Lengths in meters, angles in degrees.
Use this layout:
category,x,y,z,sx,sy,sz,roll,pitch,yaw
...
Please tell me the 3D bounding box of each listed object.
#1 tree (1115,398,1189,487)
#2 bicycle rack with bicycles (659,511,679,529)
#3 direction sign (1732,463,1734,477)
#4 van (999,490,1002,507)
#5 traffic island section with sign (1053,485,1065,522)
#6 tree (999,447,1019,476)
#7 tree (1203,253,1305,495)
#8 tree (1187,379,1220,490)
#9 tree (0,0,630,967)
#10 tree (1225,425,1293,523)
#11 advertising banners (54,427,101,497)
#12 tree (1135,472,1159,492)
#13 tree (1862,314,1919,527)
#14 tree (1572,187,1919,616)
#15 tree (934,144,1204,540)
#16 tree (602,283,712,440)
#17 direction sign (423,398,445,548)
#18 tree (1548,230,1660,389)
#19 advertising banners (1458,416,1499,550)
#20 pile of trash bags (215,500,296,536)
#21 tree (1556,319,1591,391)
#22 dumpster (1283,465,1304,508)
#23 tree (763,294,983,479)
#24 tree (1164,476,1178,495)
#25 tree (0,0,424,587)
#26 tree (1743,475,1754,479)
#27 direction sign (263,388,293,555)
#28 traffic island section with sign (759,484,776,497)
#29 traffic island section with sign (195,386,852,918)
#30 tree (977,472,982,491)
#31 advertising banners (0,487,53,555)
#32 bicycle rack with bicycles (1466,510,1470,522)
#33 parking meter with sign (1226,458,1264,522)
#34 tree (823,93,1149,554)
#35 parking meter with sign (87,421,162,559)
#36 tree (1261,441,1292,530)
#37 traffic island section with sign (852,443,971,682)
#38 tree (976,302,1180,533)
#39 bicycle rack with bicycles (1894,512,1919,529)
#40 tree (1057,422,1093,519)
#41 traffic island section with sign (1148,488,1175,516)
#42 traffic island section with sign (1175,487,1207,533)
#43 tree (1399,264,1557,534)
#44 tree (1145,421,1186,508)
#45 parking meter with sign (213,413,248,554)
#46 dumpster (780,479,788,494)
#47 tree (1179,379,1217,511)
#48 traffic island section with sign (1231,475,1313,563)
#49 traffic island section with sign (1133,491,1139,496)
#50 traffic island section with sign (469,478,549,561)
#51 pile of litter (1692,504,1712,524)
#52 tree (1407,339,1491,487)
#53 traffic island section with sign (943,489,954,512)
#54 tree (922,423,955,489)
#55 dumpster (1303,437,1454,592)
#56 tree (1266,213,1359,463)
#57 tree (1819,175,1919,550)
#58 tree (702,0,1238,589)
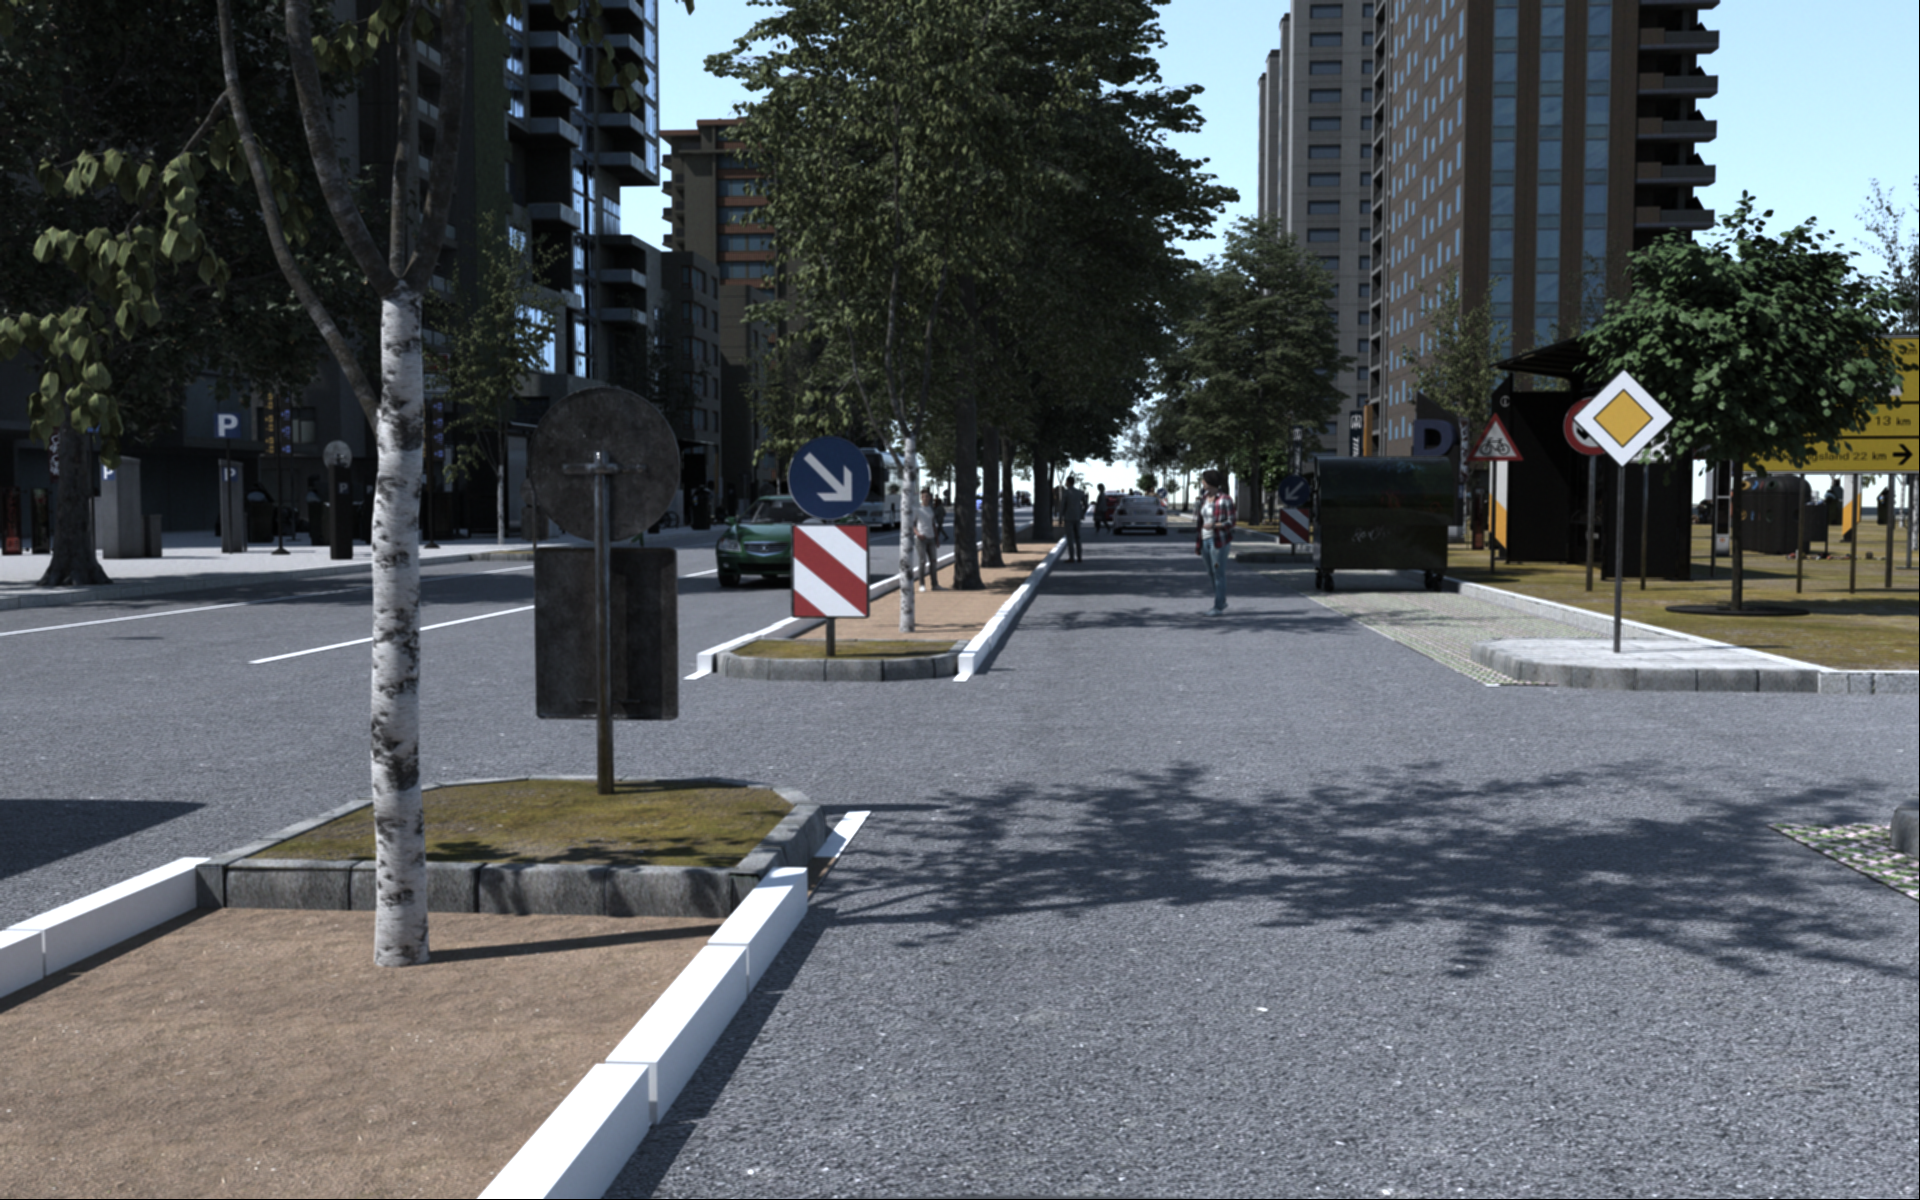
category,x,y,z,sx,sy,sz,roll,pitch,yaw
tree,23.895,-18.620,214.802,12.009,13.543,11.850,0,3,0
bicycle rack with bicycles,-11.743,-3.123,64.441,2.925,0.926,2.852,-1,4,-18
direction sign,34.309,-5.247,77.783,0.876,3.537,0.379,1,4,17
van,3.411,-9.281,158.753,2.013,2.044,4.112,0,4,6
traffic island section with sign,5.112,-4.951,89.090,2.006,1.907,1.989,0,4,5
tree,3.835,-20.307,242.394,12.009,13.543,11.850,0,3,0
tree,14.005,-11.283,91.137,9.857,13.997,8.962,0,3,0
tree,14.979,-9.234,101.345,4.737,8.622,4.395,0,3,0
tree,-1.723,-3.207,5.261,4.737,8.622,4.395,0,3,0
tree,13.473,-5.717,77.183,4.285,4.588,4.351,0,3,0
advertising banners,-22.166,-2.928,44.066,2.074,3.025,0.090,-1,4,-11
tree,25.676,-15.458,236.448,4.285,4.588,4.351,0,3,0
tree,36.366,-7.117,66.728,4.737,8.622,4.395,0,3,0
tree,8.456,-2.146,18.801,4.285,4.588,4.351,0,3,0
tree,2.568,-8.808,53.130,9.857,13.997,8.962,0,3,0
tree,-10.827,-6.778,61.175,4.360,8.622,3.978,0,3,0
direction sign,-12.520,-2.994,40.956,0.876,3.537,0.379,2,4,26
tree,18.816,-6.047,49.231,4.360,8.622,3.978,0,3,0
advertising banners,11.915,-2.661,39.692,2.074,3.025,0.090,-3,5,-44
pile of trash bags,-21.015,-2.664,53.301,3.447,1.369,1.912,-2,4,-35
tree,25.450,-7.445,72.085,4.737,8.622,4.395,0,3,0
dumpster,11.516,-3.326,56.868,1.502,2.255,1.985,0,4,4
tree,-6.812,-11.732,102.193,12.009,13.543,11.850,0,3,0
tree,22.179,-11.404,181.053,1.663,3.219,1.824,0,3,0
tree,-12.472,-6.561,24.287,9.611,12.733,9.660,0,3,0
tree,38.662,-8.224,84.829,4.360,8.622,3.978,0,3,0
direction sign,-14.448,-2.737,36.742,0.876,3.537,0.379,2,4,31
traffic island section with sign,-7.260,-3.452,65.076,1.989,1.847,2.006,0,4,5
traffic island section with sign,-1.574,0.081,6.815,2.006,1.907,1.989,0,4,5
tree,0.962,-13.551,205.273,4.285,4.588,4.351,0,3,0
advertising banners,-19.951,-2.460,36.413,0.090,3.025,2.074,1,4,18
bicycle rack with bicycles,21.350,-3.935,77.727,2.925,0.926,2.852,1,4,20
parking meter with sign,13.242,-5.147,80.407,1.738,3.016,0.543,0,4,3
tree,1.087,-6.942,41.710,9.928,11.665,9.643,0,3,0
parking meter with sign,-16.630,-2.331,34.375,0.543,3.016,1.738,1,4,14
tree,11.387,-4.168,62.741,1.663,3.219,1.824,0,3,0
traffic island section with sign,-0.965,-0.371,14.197,2.006,1.907,1.989,0,4,5
tree,3.164,-7.655,62.026,8.767,10.594,7.601,0,4,5
bicycle rack with bicycles,35.139,-2.978,62.072,2.925,0.926,2.852,-1,4,-16
tree,5.157,-8.250,87.709,4.360,8.622,3.978,0,3,0
traffic island section with sign,13.102,-6.413,113.479,1.989,1.847,2.006,0,4,5
traffic island section with sign,9.053,-3.371,63.745,1.989,1.847,2.006,0,4,5
tree,16.032,-6.393,54.888,4.737,8.622,4.395,0,3,0
tree,19.210,-12.840,160.303,4.360,8.622,3.978,0,3,0
parking meter with sign,-15.933,-2.550,37.950,0.543,3.016,1.738,-1,4,-18
dumpster,-8.534,-5.264,88.565,1.502,2.255,1.985,0,4,5
tree,17.939,-12.239,134.524,7.601,10.594,8.767,1,4,15
traffic island section with sign,6.851,-1.706,36.513,1.989,1.847,2.006,0,4,5
traffic island section with sign,15.311,-8.075,140.648,1.989,1.847,2.006,0,4,5
traffic island section with sign,-9.468,-1.796,37.985,1.989,1.847,2.006,0,4,5
pile of litter,31.644,-3.646,73.573,1.176,0.858,1.719,-2,4,-30
tree,22.966,-8.012,81.353,4.360,8.622,3.978,0,3,0
traffic island section with sign,-1.024,-8.151,141.891,1.989,1.847,2.006,0,4,5
tree,-2.076,-13.223,166.558,4.360,8.622,3.978,0,3,0
dumpster,6.182,-1.259,25.536,1.985,2.255,1.502,0,4,6
tree,12.356,-9.296,70.114,7.486,12.596,7.792,0,3,0
tree,21.601,-5.441,39.330,4.360,8.622,3.978,0,3,0
tree,0.175,-6.407,25.340,7.486,12.596,7.792,0,3,0
